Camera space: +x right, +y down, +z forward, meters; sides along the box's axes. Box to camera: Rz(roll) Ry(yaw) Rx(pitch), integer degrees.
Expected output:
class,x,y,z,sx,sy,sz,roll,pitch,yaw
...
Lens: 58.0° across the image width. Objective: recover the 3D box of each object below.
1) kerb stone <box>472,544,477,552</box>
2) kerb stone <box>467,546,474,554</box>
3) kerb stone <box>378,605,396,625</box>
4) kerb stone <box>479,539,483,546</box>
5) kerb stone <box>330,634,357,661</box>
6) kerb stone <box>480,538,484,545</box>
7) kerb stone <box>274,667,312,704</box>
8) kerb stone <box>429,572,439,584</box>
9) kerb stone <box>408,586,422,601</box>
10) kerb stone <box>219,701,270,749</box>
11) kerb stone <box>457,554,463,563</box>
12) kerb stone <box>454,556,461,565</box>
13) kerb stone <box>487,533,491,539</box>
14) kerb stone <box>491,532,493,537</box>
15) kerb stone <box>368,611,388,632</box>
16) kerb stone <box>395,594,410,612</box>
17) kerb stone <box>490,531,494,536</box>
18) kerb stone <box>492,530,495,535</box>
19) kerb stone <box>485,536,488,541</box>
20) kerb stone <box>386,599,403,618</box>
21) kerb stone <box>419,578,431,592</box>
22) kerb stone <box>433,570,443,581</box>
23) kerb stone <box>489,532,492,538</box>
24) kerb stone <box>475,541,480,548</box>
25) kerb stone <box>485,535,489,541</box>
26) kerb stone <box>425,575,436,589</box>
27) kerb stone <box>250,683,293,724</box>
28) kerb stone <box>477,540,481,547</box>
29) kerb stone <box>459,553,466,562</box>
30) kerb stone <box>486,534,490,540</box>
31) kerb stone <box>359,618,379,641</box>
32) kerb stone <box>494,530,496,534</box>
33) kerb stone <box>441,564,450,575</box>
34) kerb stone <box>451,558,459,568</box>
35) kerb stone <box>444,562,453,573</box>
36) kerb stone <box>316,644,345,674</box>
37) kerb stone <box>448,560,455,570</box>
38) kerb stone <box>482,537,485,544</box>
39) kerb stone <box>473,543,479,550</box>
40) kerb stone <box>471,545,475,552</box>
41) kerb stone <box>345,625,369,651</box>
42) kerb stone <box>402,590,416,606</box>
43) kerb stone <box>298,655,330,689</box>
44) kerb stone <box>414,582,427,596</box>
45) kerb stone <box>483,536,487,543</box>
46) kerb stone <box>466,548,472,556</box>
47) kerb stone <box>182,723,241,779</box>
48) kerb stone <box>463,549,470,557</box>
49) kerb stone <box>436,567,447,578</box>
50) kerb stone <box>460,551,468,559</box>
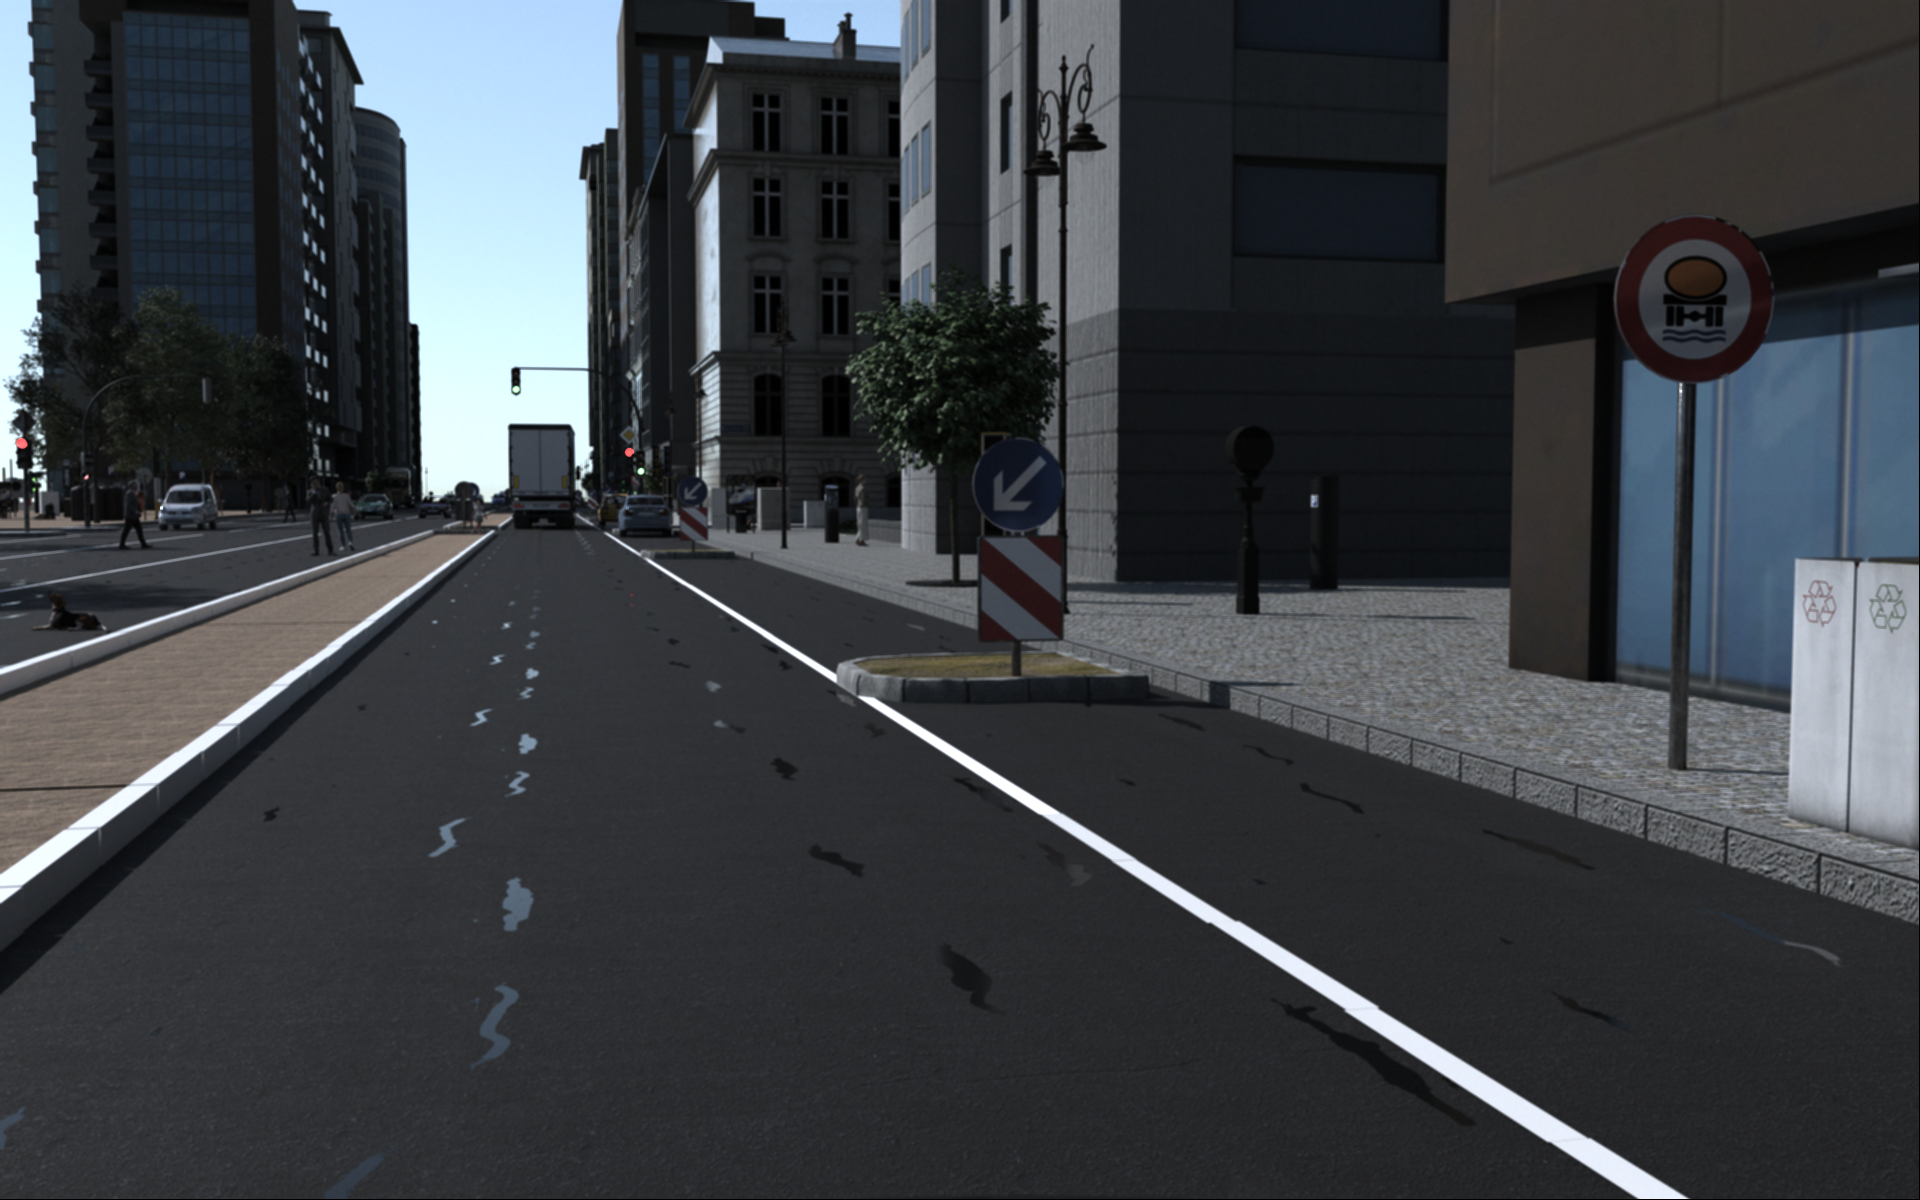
class,x,y,z,sx,sy,sz,roll,pitch,yaw
kerb stone,-11.879,-1.215,42.054,0.120,0.150,1.000,-1,4,-13
kerb stone,-11.393,-1.093,40.060,0.120,0.150,1.000,-1,4,-13
kerb stone,-6.358,0.188,19.123,0.120,0.150,1.000,-1,4,-13
kerb stone,-12.836,-1.459,46.043,0.120,0.150,1.000,-1,4,-13
kerb stone,-5.404,0.433,15.123,0.120,0.150,1.000,-1,4,-13
kerb stone,-13.076,-1.520,47.043,0.120,0.150,1.000,-1,4,-13
kerb stone,-4.692,0.615,12.140,0.120,0.150,1.000,-1,4,-13
kerb stone,-8.285,-0.300,27.109,0.120,0.150,1.000,-1,4,-13
kerb stone,-7.320,-0.056,23.118,0.120,0.150,1.000,-1,4,-13
kerb stone,-4.201,0.738,10.147,0.120,0.150,1.000,-1,4,-13
kerb stone,-10.194,-0.783,35.069,0.120,0.150,1.000,-1,4,-13
kerb stone,-9.954,-0.727,34.075,0.120,0.150,1.000,-1,4,-13
kerb stone,-14.515,-1.887,53.045,0.120,0.150,1.000,-1,4,-13
kerb stone,-14.992,-2.009,55.043,0.120,0.150,1.000,-1,4,-13
kerb stone,-6.119,0.249,18.119,0.120,0.150,1.000,-1,4,-13
kerb stone,-6.842,0.067,21.110,0.120,0.150,1.000,-1,4,-13
kerb stone,-15.243,-2.070,56.034,0.120,0.150,1.000,-1,4,-13
kerb stone,-15.468,-2.131,57.041,0.120,0.150,1.000,-1,4,-13
kerb stone,-13.796,-1.702,50.037,0.120,0.150,1.000,-1,4,-13
kerb stone,-6.600,0.127,20.116,0.120,0.150,1.000,-1,4,-13
kerb stone,-7.795,-0.178,25.106,0.120,0.150,1.000,-1,4,-13
kerb stone,-8.527,-0.355,28.104,0.120,0.150,1.000,-1,4,-13
kerb stone,-14.755,-1.948,54.039,0.120,0.150,1.000,-1,4,-13
kerb stone,-12.350,-1.336,44.046,0.120,0.150,1.000,-1,4,-13
kerb stone,-14.032,-1.764,51.044,0.120,0.150,1.000,-1,4,-13
kerb stone,-8.036,-0.238,26.118,0.120,0.150,1.000,-1,4,-13
kerb stone,-4.446,0.679,11.142,0.120,0.150,1.000,-1,4,-13
kerb stone,-12.594,-1.397,45.041,0.120,0.150,1.000,-1,4,-13
kerb stone,-10.438,-0.841,36.074,0.120,0.150,1.000,-1,4,-13
kerb stone,-14.290,-1.823,52.048,0.120,0.150,1.000,-1,4,-13
kerb stone,-5.879,0.315,17.118,0.120,0.150,1.000,-1,4,-13
kerb stone,-15.712,-2.192,58.035,0.120,0.150,1.000,-1,4,-13
kerb stone,-8.996,-0.483,30.097,0.120,0.150,1.000,-1,4,-13
kerb stone,-9.714,-0.666,33.081,0.120,0.150,1.000,-1,4,-13
kerb stone,-9.234,-0.544,31.091,0.120,0.150,1.000,-1,4,-13
kerb stone,-5.156,0.496,14.132,0.120,0.150,1.000,-1,4,-13
kerb stone,-9.487,-0.601,32.082,0.120,0.150,1.000,-1,4,-13
kerb stone,-13.315,-1.580,48.037,0.120,0.150,1.000,-1,4,-13
kerb stone,-12.110,-1.275,43.050,0.120,0.150,1.000,-1,4,-13
kerb stone,-11.640,-1.146,41.060,0.120,0.150,1.000,-1,4,-13
kerb stone,-5.640,0.372,16.118,0.120,0.150,1.000,-1,4,-13
kerb stone,-7.078,0.004,22.123,0.120,0.150,1.000,-1,4,-13
kerb stone,-4.923,0.554,13.136,0.120,0.150,1.000,-1,4,-13
kerb stone,-7.554,-0.114,24.113,0.120,0.150,1.000,-1,4,-13
kerb stone,-13.549,-1.641,49.032,0.120,0.150,1.000,-1,4,-13
kerb stone,-11.157,-1.026,39.061,0.120,0.150,1.000,-1,4,-13
kerb stone,-3.960,0.801,9.141,0.120,0.150,1.000,-1,4,-13
kerb stone,-10.915,-0.970,38.061,0.120,0.150,1.000,-1,4,-13
kerb stone,-8.760,-0.422,29.102,0.120,0.150,1.000,-1,4,-13
kerb stone,-10.671,-0.909,37.069,0.120,0.150,1.000,-1,4,-13
